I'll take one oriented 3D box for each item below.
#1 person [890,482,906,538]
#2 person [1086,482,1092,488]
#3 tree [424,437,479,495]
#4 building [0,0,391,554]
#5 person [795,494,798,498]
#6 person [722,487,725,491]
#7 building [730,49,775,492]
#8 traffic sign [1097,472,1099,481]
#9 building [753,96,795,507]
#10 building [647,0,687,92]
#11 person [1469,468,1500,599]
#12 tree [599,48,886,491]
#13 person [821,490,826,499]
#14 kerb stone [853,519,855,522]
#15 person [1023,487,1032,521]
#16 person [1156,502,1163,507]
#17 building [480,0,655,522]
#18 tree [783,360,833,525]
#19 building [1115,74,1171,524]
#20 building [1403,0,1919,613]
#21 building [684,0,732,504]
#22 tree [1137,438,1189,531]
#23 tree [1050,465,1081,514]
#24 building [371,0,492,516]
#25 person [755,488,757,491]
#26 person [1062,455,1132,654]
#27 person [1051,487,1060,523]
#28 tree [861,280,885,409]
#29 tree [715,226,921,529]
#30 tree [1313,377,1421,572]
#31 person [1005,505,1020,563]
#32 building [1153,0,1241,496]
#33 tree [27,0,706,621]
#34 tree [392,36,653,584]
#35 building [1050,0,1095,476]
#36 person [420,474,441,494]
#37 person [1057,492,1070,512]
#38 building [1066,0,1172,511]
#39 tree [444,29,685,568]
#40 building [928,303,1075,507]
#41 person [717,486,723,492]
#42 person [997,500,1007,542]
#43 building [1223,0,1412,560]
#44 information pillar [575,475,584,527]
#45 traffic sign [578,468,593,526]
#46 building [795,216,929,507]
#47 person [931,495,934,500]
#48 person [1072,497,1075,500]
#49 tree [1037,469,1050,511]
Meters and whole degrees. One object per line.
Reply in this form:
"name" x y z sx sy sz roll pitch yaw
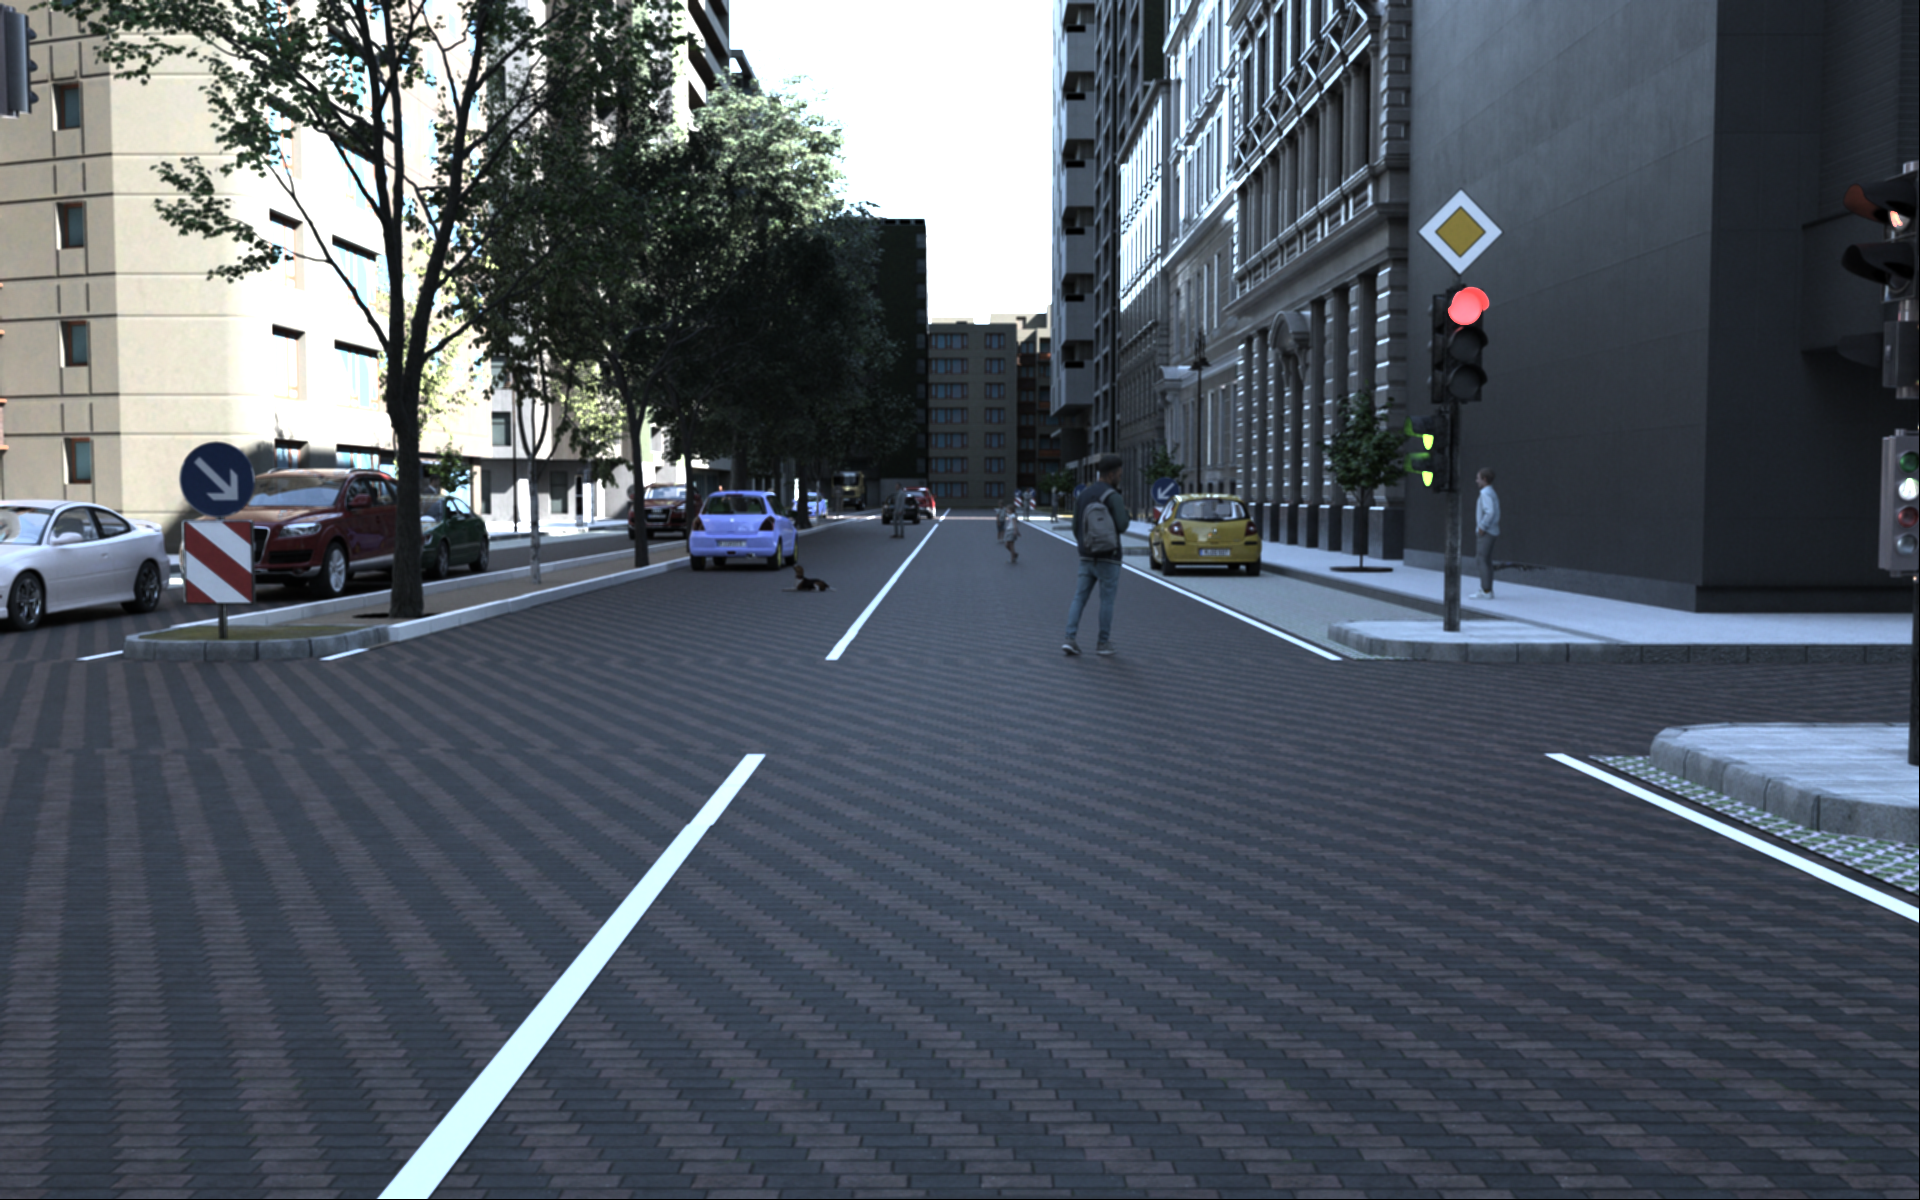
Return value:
"person" -1.999 -2.950 56.830 0.391 1.810 0.635 -2 4 -35
"person" 3.747 -2.565 50.793 0.624 1.780 0.694 0 4 2
"tree" -17.038 -3.897 58.323 1.663 3.219 1.824 0 3 0
"building" -28.830 -11.355 30.699 27.650 21.520 28.899 0 3 0
"person" -15.282 -9.785 166.746 1.217 1.743 0.721 1 4 13
"person" -15.781 -6.685 116.054 0.721 1.736 1.217 3 4 38
"building" -28.296 -28.054 150.572 23.993 40.220 32.217 0 3 0
"traffic sign" 6.392 -4.579 76.996 0.606 2.300 0.079 0 4 2
"building" -24.869 -30.461 181.623 14.086 41.232 14.154 0 3 0
"building" -23.464 -25.337 97.860 14.154 41.232 14.086 0 3 0
"person" 6.475 -0.824 21.326 0.330 1.601 0.589 2 4 35
"tree" -6.581 -8.663 50.748 9.857 13.997 8.962 0 3 0
"person" -9.851 -7.002 123.904 0.541 1.710 0.530 3 4 37
"kerb stone" -5.439 -3.901 85.977 0.120 0.150 1.000 0 3 0
"person" 3.557 -5.020 90.756 0.466 1.800 0.511 3 4 36
"person" 7.514 -3.460 63.097 0.782 1.767 0.515 0 4 -3
"building" -23.093 -19.068 83.465 14.160 30.474 14.107 0 3 0
"tree" -6.544 -7.744 79.439 4.360 8.622 3.978 0 3 0
"building" 12.973 -14.214 81.543 9.793 20.994 18.267 0 3 0
"building" 19.816 -14.045 23.138 24.014 27.812 14.314 0 3 0
"building" -27.426 -30.149 116.634 21.300 48.544 21.600 0 3 0
"tree" 7.040 -3.980 59.668 1.663 3.219 1.824 0 3 0
"tree" 7.015 -7.131 111.198 1.663 3.219 1.824 0 3 0
"building" -25.210 -25.037 59.464 14.600 45.320 14.200 0 3 0
"person" -15.634 -7.706 132.754 1.217 1.735 0.721 -1 4 -15
"person" 1.251 -0.406 15.489 0.623 1.781 0.721 2 4 29
"person" 4.717 -4.676 85.141 0.526 1.800 0.537 1 4 12
"tree" -6.419 -8.126 61.070 9.928 11.665 9.643 0 3 0
"tree" -6.472 -9.261 70.888 9.611 12.733 9.660 0 3 0
"tree" 6.677 -2.084 28.671 1.663 3.219 1.824 0 3 0
"person" 1.143 -1.383 36.133 0.382 1.210 0.505 -1 4 -13
"building" 14.863 -16.896 62.150 13.634 28.700 20.117 0 3 0
"tree" -6.279 -5.585 19.529 9.928 11.665 9.643 0 3 0
"tree" -6.708 -4.539 27.039 4.737 8.622 4.395 0 3 0
"building" 22.030 -34.391 151.533 28.713 52.752 27.495 0 3 0
"person" -10.586 -1.603 34.669 0.822 1.834 0.622 -1 4 -14
"person" 7.363 -7.235 125.059 1.217 1.736 0.721 1 4 13
"building" 18.696 -42.123 126.965 20.563 71.187 20.611 0 3 0
"tree" -6.160 -5.923 33.712 8.767 10.594 7.601 0 3 0
"building" 11.262 -21.053 189.250 28.899 21.520 27.650 0 3 0
"person" -15.542 -6.490 112.290 1.348 1.807 0.705 0 4 5
"person" 1.252 -2.353 51.649 0.332 1.250 0.352 0 4 6
"building" 13.043 -13.055 42.320 11.050 23.489 19.941 0 3 0
"information pillar" -14.983 -3.897 68.205 0.304 2.012 0.304 -1 4 -9
"traffic sign" -14.823 -4.064 68.572 0.606 2.300 0.079 0 4 1
"building" -10.246 -25.155 182.991 14.107 30.474 14.160 0 3 0
"person" -2.868 -8.846 153.140 1.348 1.822 0.705 2 4 27
"person" 7.232 -5.893 103.124 1.217 1.736 0.721 2 4 34
"tree" 7.103 -8.121 127.382 1.663 3.219 1.824 0 3 0
